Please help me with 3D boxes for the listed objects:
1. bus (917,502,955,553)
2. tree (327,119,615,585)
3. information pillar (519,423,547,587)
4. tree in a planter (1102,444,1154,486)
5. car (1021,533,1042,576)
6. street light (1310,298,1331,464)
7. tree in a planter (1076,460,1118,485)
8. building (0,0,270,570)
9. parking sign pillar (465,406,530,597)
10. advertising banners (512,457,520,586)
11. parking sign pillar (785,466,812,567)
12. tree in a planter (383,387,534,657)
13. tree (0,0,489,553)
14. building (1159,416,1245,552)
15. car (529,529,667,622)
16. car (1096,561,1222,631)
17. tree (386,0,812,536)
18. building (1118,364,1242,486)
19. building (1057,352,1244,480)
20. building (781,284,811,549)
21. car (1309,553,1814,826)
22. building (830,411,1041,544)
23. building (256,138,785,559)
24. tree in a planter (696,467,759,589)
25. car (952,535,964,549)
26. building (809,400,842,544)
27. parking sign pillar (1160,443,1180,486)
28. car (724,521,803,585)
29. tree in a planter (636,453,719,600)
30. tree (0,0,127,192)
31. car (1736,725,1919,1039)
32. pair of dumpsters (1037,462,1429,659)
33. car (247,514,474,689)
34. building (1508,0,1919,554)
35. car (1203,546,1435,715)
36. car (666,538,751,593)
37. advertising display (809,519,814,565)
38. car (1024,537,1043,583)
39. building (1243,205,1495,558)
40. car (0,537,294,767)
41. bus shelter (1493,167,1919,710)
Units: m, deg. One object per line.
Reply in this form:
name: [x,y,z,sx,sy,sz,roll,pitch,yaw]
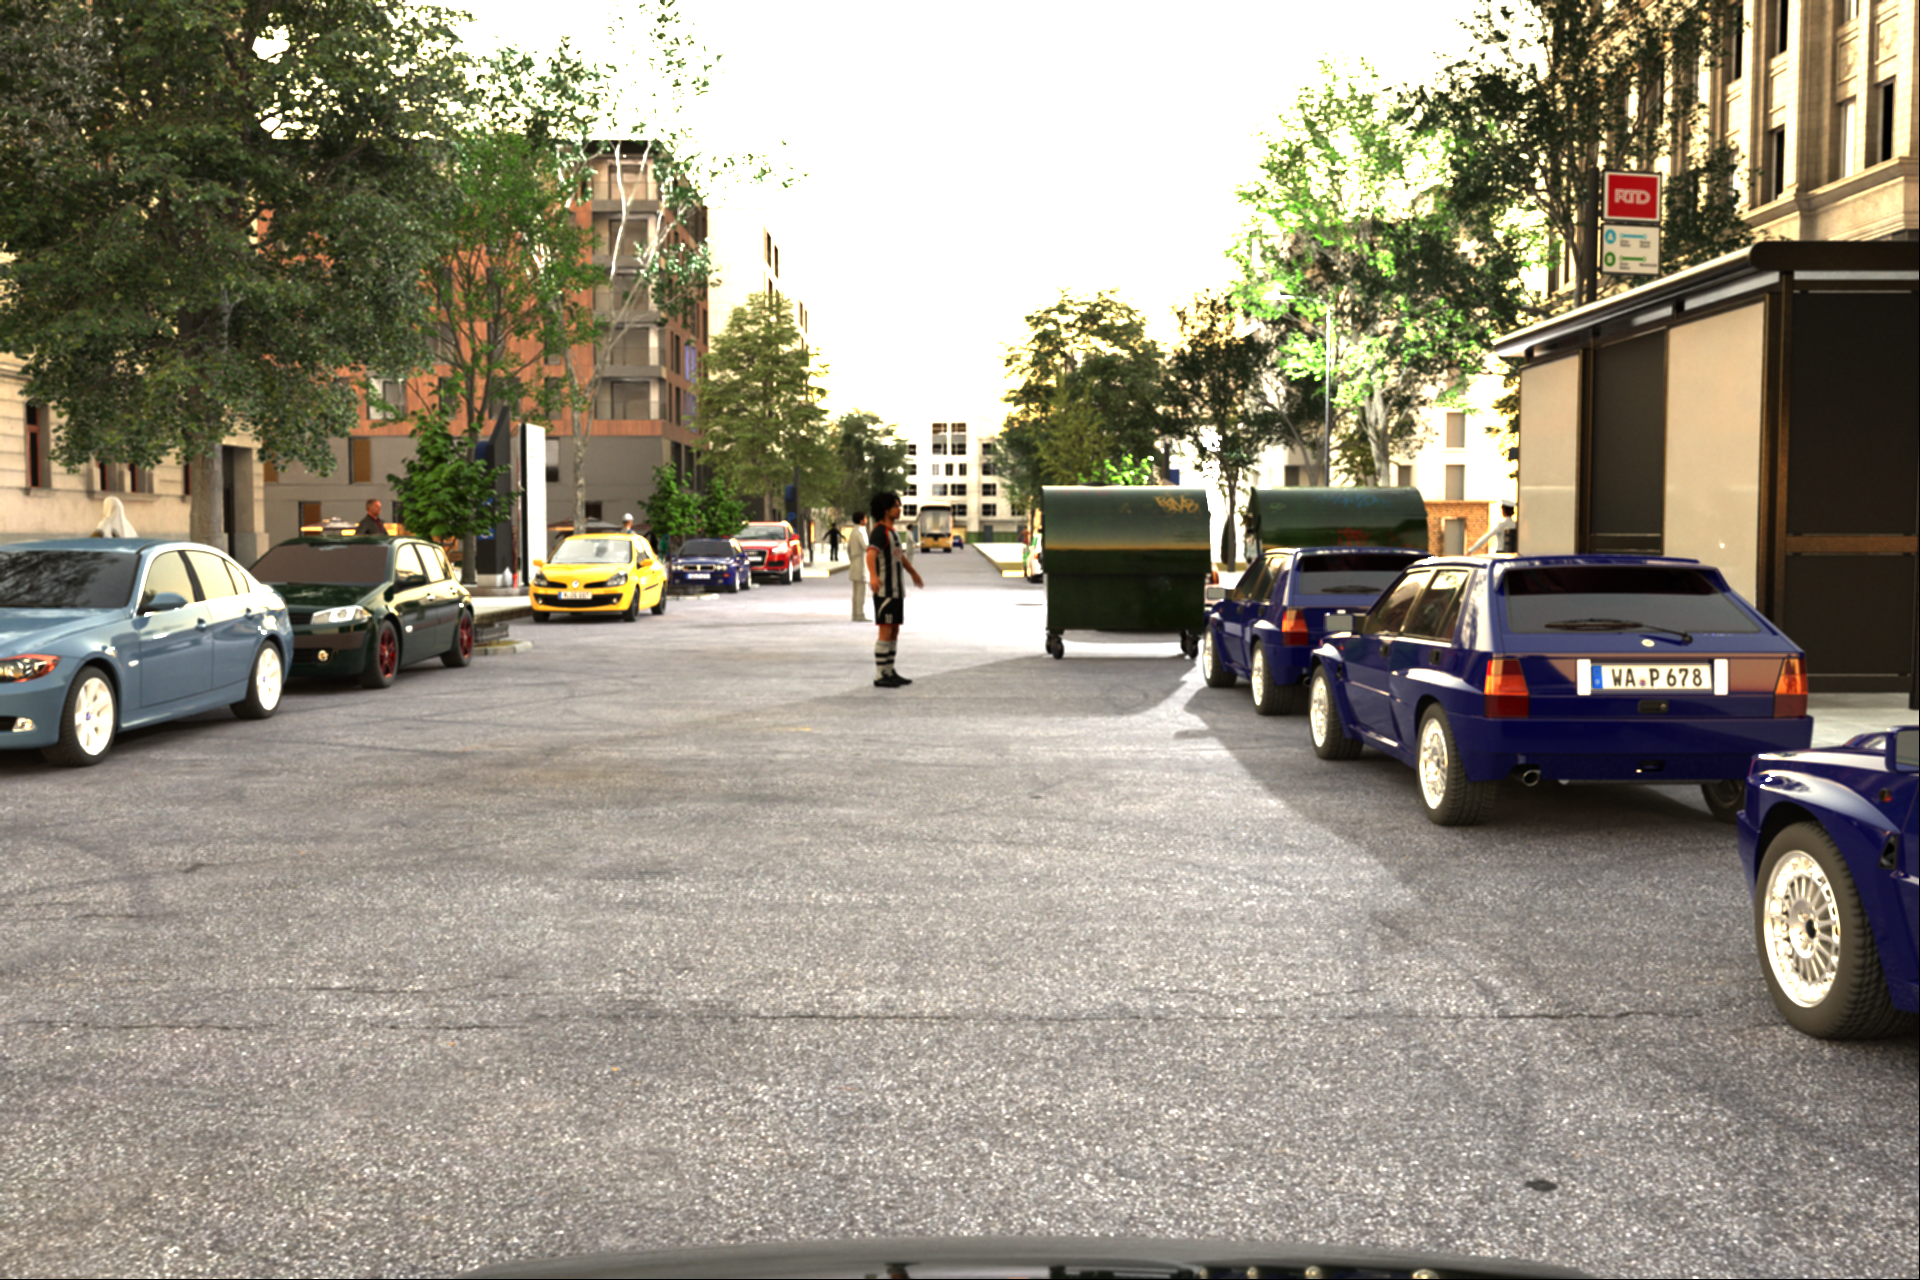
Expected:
bus: [-1.868,-8.888,136.872,2.896,3.916,12.252,0,4,0]
tree: [-12.389,-7.217,43.754,9.928,11.665,9.643,0,3,0]
information pillar: [-9.258,-2.829,37.571,0.184,3.620,1.656,0,4,0]
tree in a planter: [3.323,-2.277,34.458,1.991,3.239,1.994,0,4,1]
car: [3.035,-2.975,57.440,1.959,1.807,4.718,0,4,-1]
street light: [7.624,-3.719,33.351,1.470,5.913,1.316,0,4,0]
tree in a planter: [3.322,-2.745,42.103,1.991,3.239,1.994,0,4,0]
building: [-31.434,-16.157,51.552,14.401,28.519,23.554,0,4,-1]
parking sign pillar: [-9.659,-2.899,35.866,1.447,3.967,1.447,0,4,0]
advertising banners: [-10.025,-2.610,38.862,0.090,3.025,2.074,0,4,-1]
parking sign pillar: [-6.538,-4.853,67.824,1.447,3.967,1.447,0,4,0]
tree in a planter: [-6.336,-1.463,21.138,1.991,3.239,1.994,0,3,0]
tree: [-12.347,-7.419,27.950,9.857,13.997,8.962,0,3,0]
building: [20.405,-11.142,124.318,9.099,9.664,28.070,0,4,0]
car: [-6.119,-1.178,29.480,2.015,1.641,3.980,0,4,0]
car: [2.902,-0.895,27.000,2.083,1.381,4.827,0,4,-1]
tree: [-11.671,-12.255,56.263,12.611,20.169,13.585,0,3,0]
building: [22.434,-20.315,188.571,16.016,20.090,11.380,0,4,0]
building: [25.469,-22.436,210.803,27.936,21.610,32.646,0,4,0]
building: [-27.093,-18.057,139.201,27.936,21.610,32.646,0,4,-1]
car: [3.156,0.166,9.858,1.945,1.354,3.894,0,4,-1]
building: [-4.286,-23.754,257.299,31.486,18.905,16.747,1,4,10]
building: [-26.203,-16.035,106.150,27.936,21.610,32.646,0,4,-1]
tree in a planter: [-6.419,-2.997,46.217,1.991,3.239,1.994,0,4,1]
car: [-0.551,-9.350,165.455,1.945,1.354,3.894,0,4,-1]
building: [-25.834,-24.442,230.554,19.493,23.208,18.063,0,4,1]
parking sign pillar: [6.282,-3.889,52.064,1.447,3.967,1.447,0,4,0]
car: [-5.787,-2.579,50.837,2.281,1.827,5.304,0,4,0]
tree in a planter: [-6.414,-2.515,38.347,1.991,3.239,1.994,0,4,1]
tree: [-12.350,-6.314,13.611,12.009,13.543,11.850,0,3,0]
car: [3.255,0.539,3.768,1.945,1.354,3.894,0,3,0]
pair of dumpsters: [3.124,-0.939,20.299,4.436,2.255,1.574,0,4,0]
car: [-6.161,-0.459,17.293,2.009,1.686,4.222,0,3,0]
building: [26.893,-16.575,50.590,16.754,29.471,25.880,0,4,0]
car: [3.186,-0.150,15.032,1.945,1.354,3.894,0,4,-1]
car: [-6.255,-1.877,43.263,1.945,1.354,3.894,0,4,0]
advertising display: [-6.249,-4.137,72.858,0.123,1.923,0.974,0,4,1]
car: [2.973,-2.417,51.874,2.083,1.381,4.827,0,4,0]
building: [22.781,-15.283,106.302,16.016,20.090,11.380,0,4,0]
car: [-6.215,-0.011,12.177,2.014,1.417,4.499,0,4,0]
bus shelter: [6.707,-2.391,16.727,2.179,5.291,8.768,0,3,0]
